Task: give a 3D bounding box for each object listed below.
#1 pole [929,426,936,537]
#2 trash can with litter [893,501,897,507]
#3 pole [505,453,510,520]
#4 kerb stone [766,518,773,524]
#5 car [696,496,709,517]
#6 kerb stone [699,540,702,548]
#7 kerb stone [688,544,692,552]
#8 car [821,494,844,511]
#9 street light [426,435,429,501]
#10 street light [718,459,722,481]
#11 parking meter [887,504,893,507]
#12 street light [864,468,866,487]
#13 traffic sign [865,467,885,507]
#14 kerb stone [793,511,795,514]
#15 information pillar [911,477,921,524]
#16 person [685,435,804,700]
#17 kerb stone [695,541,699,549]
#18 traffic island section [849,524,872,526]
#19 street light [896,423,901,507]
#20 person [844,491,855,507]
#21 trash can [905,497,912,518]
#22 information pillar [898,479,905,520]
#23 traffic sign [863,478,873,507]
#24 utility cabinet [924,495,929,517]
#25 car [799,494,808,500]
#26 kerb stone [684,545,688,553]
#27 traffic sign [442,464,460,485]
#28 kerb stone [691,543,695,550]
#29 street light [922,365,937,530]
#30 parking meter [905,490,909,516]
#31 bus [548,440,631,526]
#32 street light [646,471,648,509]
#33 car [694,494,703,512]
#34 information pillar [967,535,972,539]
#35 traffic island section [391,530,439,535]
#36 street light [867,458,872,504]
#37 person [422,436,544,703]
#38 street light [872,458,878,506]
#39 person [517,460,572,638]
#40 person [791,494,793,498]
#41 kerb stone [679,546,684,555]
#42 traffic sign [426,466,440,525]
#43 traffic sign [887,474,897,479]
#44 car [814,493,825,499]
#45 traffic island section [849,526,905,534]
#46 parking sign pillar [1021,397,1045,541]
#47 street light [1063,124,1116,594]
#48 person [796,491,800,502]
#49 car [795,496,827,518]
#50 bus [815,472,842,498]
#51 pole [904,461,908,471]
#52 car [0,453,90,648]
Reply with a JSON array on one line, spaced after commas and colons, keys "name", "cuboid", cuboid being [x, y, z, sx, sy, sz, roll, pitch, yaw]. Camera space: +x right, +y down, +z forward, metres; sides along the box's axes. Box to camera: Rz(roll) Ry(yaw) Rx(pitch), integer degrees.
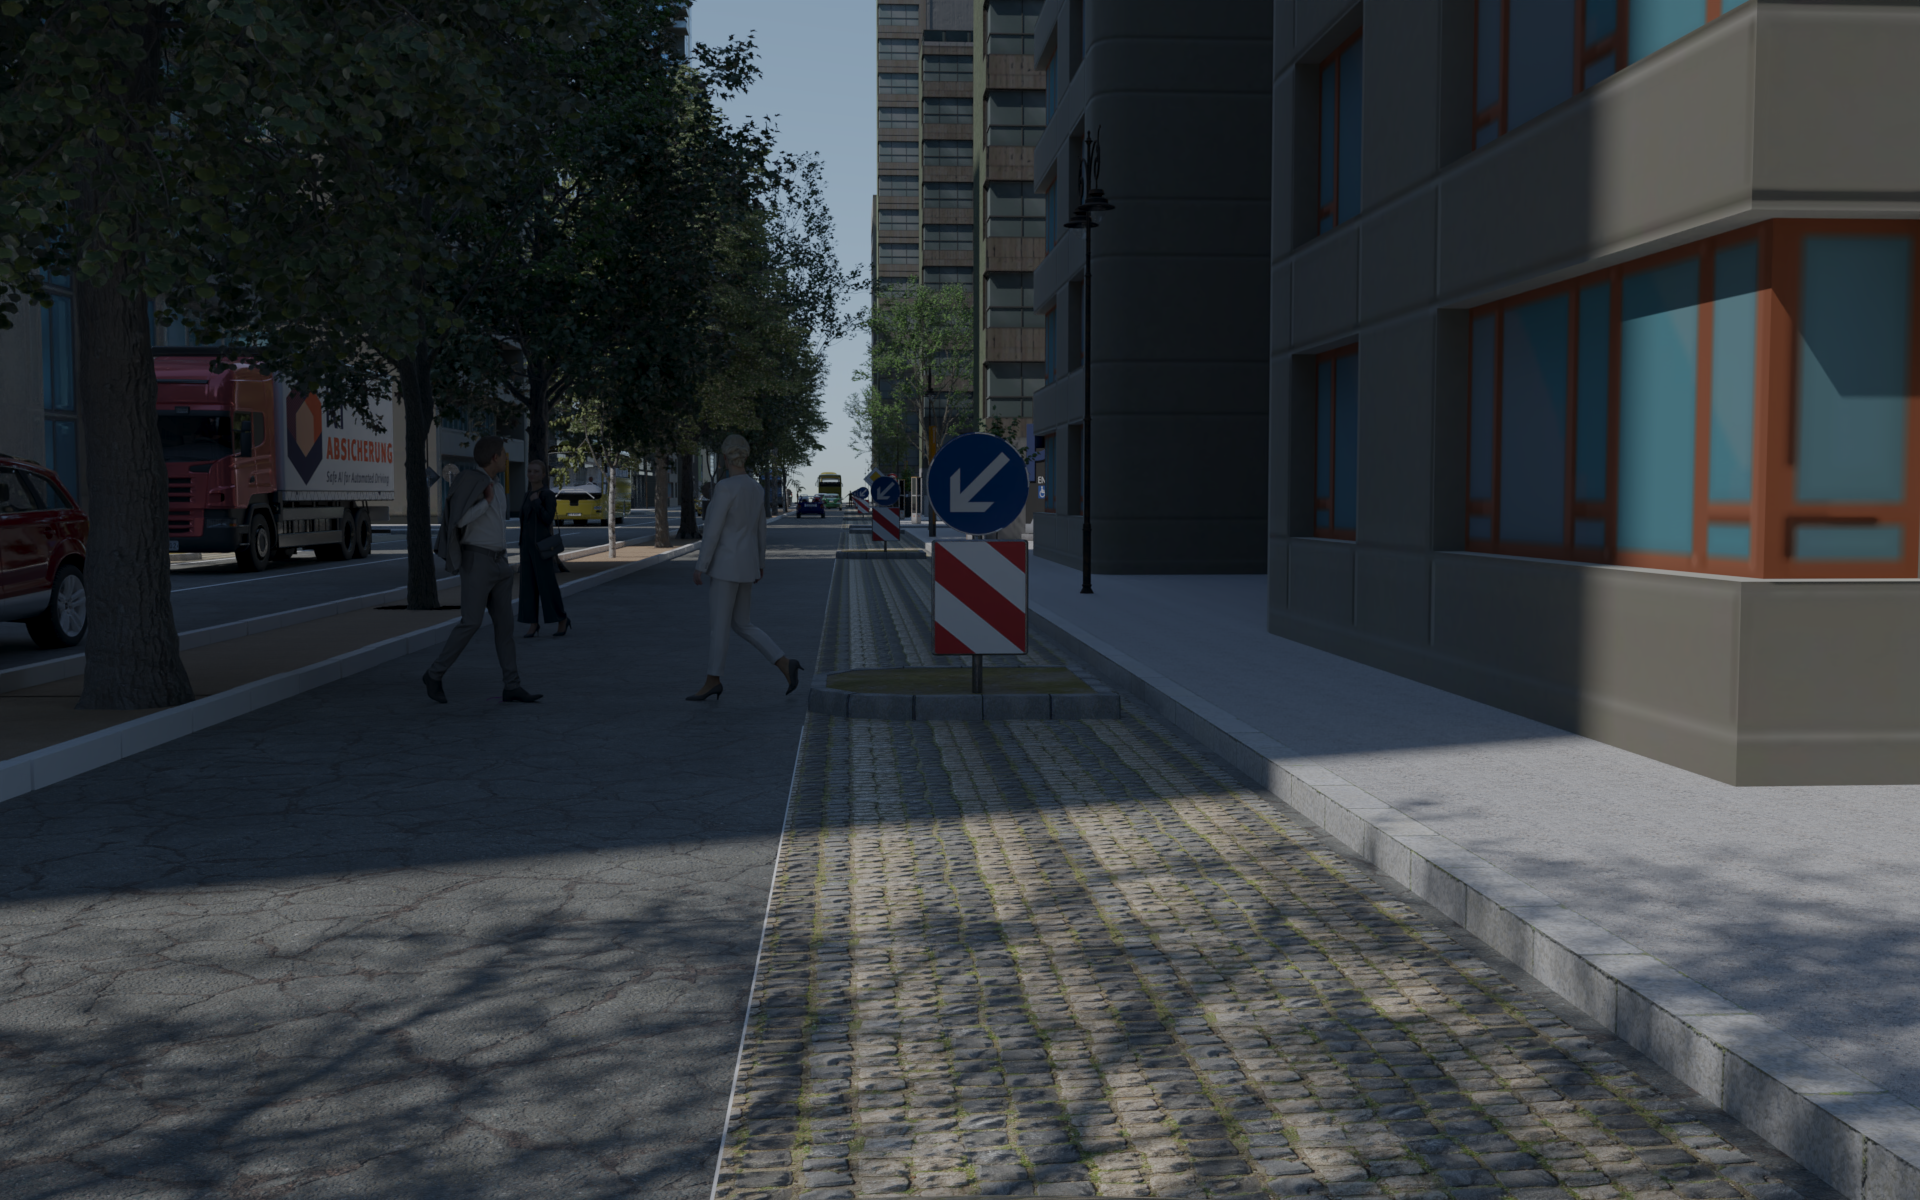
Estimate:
[{"name": "pole", "cuboid": [-0.825, -3.549, 51.864, 0.158, 3.312, 0.155, 0, 3, 0]}, {"name": "trash can with litter", "cuboid": [-4.462, -6.897, 124.150, 0.624, 1.170, 1.055, -2, 4, -24]}, {"name": "pole", "cuboid": [-22.273, -5.585, 85.156, 0.158, 3.312, 0.155, 0, 3, 0]}, {"name": "kerb stone", "cuboid": [-9.709, -4.024, 88.162, 0.120, 0.150, 1.000, 0, 4, -4]}, {"name": "car", "cuboid": [-15.936, -6.199, 111.584, 2.015, 1.641, 3.980, 0, 4, -3]}, {"name": "kerb stone", "cuboid": [-6.956, -1.430, 45.678, 0.120, 0.150, 1.000, 0, 4, -4]}, {"name": "kerb stone", "cuboid": [-6.755, -1.249, 42.612, 0.120, 0.150, 1.000, 0, 4, -4]}, {"name": "car", "cuboid": [-11.130, -8.460, 150.126, 2.131, 1.459, 4.920, 0, 4, -4]}, {"name": "street light", "cuboid": [-21.705, -5.981, 70.569, 0.468, 5.910, 1.993, 0, 4, -4]}, {"name": "street light", "cuboid": [-31.999, -15.766, 230.555, 0.468, 5.910, 1.993, 0, 4, -4]}, {"name": "parking meter", "cuboid": [-4.311, -5.974, 106.081, 0.372, 1.533, 0.369, 0, 3, 0]}, {"name": "street light", "cuboid": [-13.964, -17.814, 264.047, 0.468, 5.910, 1.993, 0, 4, -4]}, {"name": "traffic sign", "cuboid": [-3.074, -3.651, 63.332, 0.795, 2.450, 0.064, 0, 4, -4]}, {"name": "kerb stone", "cuboid": [-11.896, -6.097, 121.920, 0.120, 0.150, 1.000, 0, 4, -4]}, {"name": "information pillar", "cuboid": [-1.882, -4.287, 74.579, 0.304, 2.012, 0.304, 3, 5, 39]}, {"name": "person", "cuboid": [-1.500, -0.222, 12.004, 0.818, 1.842, 0.514, 0, 4, 5]}, {"name": "kerb stone", "cuboid": [-6.892, -1.374, 44.652, 0.120, 0.150, 1.000, 0, 4, -4]}, {"name": "traffic island section", "cuboid": [-3.567, -3.003, 71.379, 2.009, 0.180, 2.903, 0, 4, -4]}, {"name": "street light", "cuboid": [-3.801, -8.152, 106.075, 0.468, 5.910, 1.993, 0, 4, -4]}, {"name": "person", "cuboid": [-11.768, -10.835, 185.788, 1.348, 1.807, 0.705, -1, 4, -23]}, {"name": "trash can", "cuboid": [-2.932, -5.041, 94.076, 0.748, 1.137, 0.748, 0, 3, 0]}, {"name": "information pillar", "cuboid": [-2.939, -5.046, 86.996, 0.304, 2.012, 0.304, 0, 4, -6]}, {"name": "traffic sign", "cuboid": [-3.590, -4.138, 71.301, 0.795, 2.450, 0.064, 0, 4, -4]}, {"name": "utility cabinet", "cuboid": [-1.849, -5.294, 97.721, 0.306, 1.237, 1.020, 0, 4, 3]}, {"name": "car", "cuboid": [-26.139, -16.998, 289.912, 2.014, 1.417, 4.499, 0, 4, -5]}, {"name": "kerb stone", "cuboid": [-6.696, -1.180, 41.590, 0.120, 0.150, 1.000, 0, 4, -4]}, {"name": "traffic sign", "cuboid": [-21.483, -4.462, 73.056, 0.768, 2.556, 0.104, 0, 4, 5]}, {"name": "kerb stone", "cuboid": [-6.834, -1.311, 43.632, 0.120, 0.150, 1.000, 0, 4, -4]}, {"name": "street light", "cuboid": [-1.079, -5.465, 62.141, 0.468, 5.910, 1.993, 0, 4, -4]}, {"name": "parking meter", "cuboid": [-3.132, -5.646, 100.726, 0.372, 1.533, 0.369, 0, 3, 0]}, {"name": "bus", "cuboid": [-17.173, -5.443, 80.539, 2.896, 3.916, 12.252, 0, 4, -5]}, {"name": "street light", "cuboid": [-26.547, -10.639, 146.729, 0.468, 5.910, 1.993, 0, 4, -4]}, {"name": "car", "cuboid": [-20.567, -7.994, 140.931, 2.015, 1.641, 3.980, 0, 4, -2]}, {"name": "information pillar", "cuboid": [0.367, -2.465, 44.787, 0.304, 2.012, 0.304, 2, 4, 28]}, {"name": "traffic island section", "cuboid": [-19.109, -2.453, 62.380, 2.009, 0.180, 2.903, 0, 4, -4]}, {"name": "street light", "cuboid": [-11.341, -15.263, 222.336, 0.468, 5.910, 1.993, 0, 4, -4]}, {"name": "person", "cuboid": [-3.295, -0.199, 11.858, 0.850, 1.850, 0.679, 1, 4, 10]}, {"name": "street light", "cuboid": [-8.663, -12.781, 181.757, 0.468, 5.910, 1.993, 0, 4, -4]}, {"name": "person", "cuboid": [-4.227, -0.520, 17.421, 0.576, 1.772, 0.534, 1, 4, 19]}, {"name": "person", "cuboid": [-28.934, -17.730, 298.320, 0.705, 1.831, 1.348, -1, 4, -11]}, {"name": "kerb stone", "cuboid": [-6.623, -1.118, 40.566, 0.120, 0.150, 1.000, 0, 4, -4]}, {"name": "traffic sign", "cuboid": [-19.086, -3.589, 62.320, 0.795, 2.450, 0.064, 0, 4, -4]}, {"name": "traffic sign", "cuboid": [-4.210, -6.555, 107.273, 0.768, 2.556, 0.104, 0, 4, -1]}, {"name": "car", "cuboid": [-13.180, -9.507, 164.486, 2.155, 1.783, 4.494, 0, 4, -5]}, {"name": "traffic island section", "cuboid": [-3.051, -2.516, 63.411, 2.009, 0.180, 2.903, 0, 4, -4]}, {"name": "parking sign pillar", "cuboid": [2.417, -3.618, 47.629, 1.447, 3.967, 1.447, -3, 5, -45]}, {"name": "street light", "cuboid": [1.639, -3.022, 22.196, 0.468, 5.910, 1.993, 0, 4, -4]}, {"name": "person", "cuboid": [-22.231, -14.029, 237.500, 0.705, 1.869, 1.348, 0, 4, 7]}, {"name": "car", "cuboid": [-8.936, -5.573, 103.703, 1.945, 1.354, 3.894, 0, 4, -5]}, {"name": "bus", "cuboid": [-14.588, -12.309, 192.798, 2.896, 3.916, 12.252, 0, 4, -5]}, {"name": "pole", "cuboid": [-3.285, -6.839, 105.653, 0.158, 3.312, 0.155, 0, 3, 0]}, {"name": "car", "cuboid": [-9.237, -0.366, 14.665, 2.281, 1.827, 5.304, 0, 4, -3]}]
